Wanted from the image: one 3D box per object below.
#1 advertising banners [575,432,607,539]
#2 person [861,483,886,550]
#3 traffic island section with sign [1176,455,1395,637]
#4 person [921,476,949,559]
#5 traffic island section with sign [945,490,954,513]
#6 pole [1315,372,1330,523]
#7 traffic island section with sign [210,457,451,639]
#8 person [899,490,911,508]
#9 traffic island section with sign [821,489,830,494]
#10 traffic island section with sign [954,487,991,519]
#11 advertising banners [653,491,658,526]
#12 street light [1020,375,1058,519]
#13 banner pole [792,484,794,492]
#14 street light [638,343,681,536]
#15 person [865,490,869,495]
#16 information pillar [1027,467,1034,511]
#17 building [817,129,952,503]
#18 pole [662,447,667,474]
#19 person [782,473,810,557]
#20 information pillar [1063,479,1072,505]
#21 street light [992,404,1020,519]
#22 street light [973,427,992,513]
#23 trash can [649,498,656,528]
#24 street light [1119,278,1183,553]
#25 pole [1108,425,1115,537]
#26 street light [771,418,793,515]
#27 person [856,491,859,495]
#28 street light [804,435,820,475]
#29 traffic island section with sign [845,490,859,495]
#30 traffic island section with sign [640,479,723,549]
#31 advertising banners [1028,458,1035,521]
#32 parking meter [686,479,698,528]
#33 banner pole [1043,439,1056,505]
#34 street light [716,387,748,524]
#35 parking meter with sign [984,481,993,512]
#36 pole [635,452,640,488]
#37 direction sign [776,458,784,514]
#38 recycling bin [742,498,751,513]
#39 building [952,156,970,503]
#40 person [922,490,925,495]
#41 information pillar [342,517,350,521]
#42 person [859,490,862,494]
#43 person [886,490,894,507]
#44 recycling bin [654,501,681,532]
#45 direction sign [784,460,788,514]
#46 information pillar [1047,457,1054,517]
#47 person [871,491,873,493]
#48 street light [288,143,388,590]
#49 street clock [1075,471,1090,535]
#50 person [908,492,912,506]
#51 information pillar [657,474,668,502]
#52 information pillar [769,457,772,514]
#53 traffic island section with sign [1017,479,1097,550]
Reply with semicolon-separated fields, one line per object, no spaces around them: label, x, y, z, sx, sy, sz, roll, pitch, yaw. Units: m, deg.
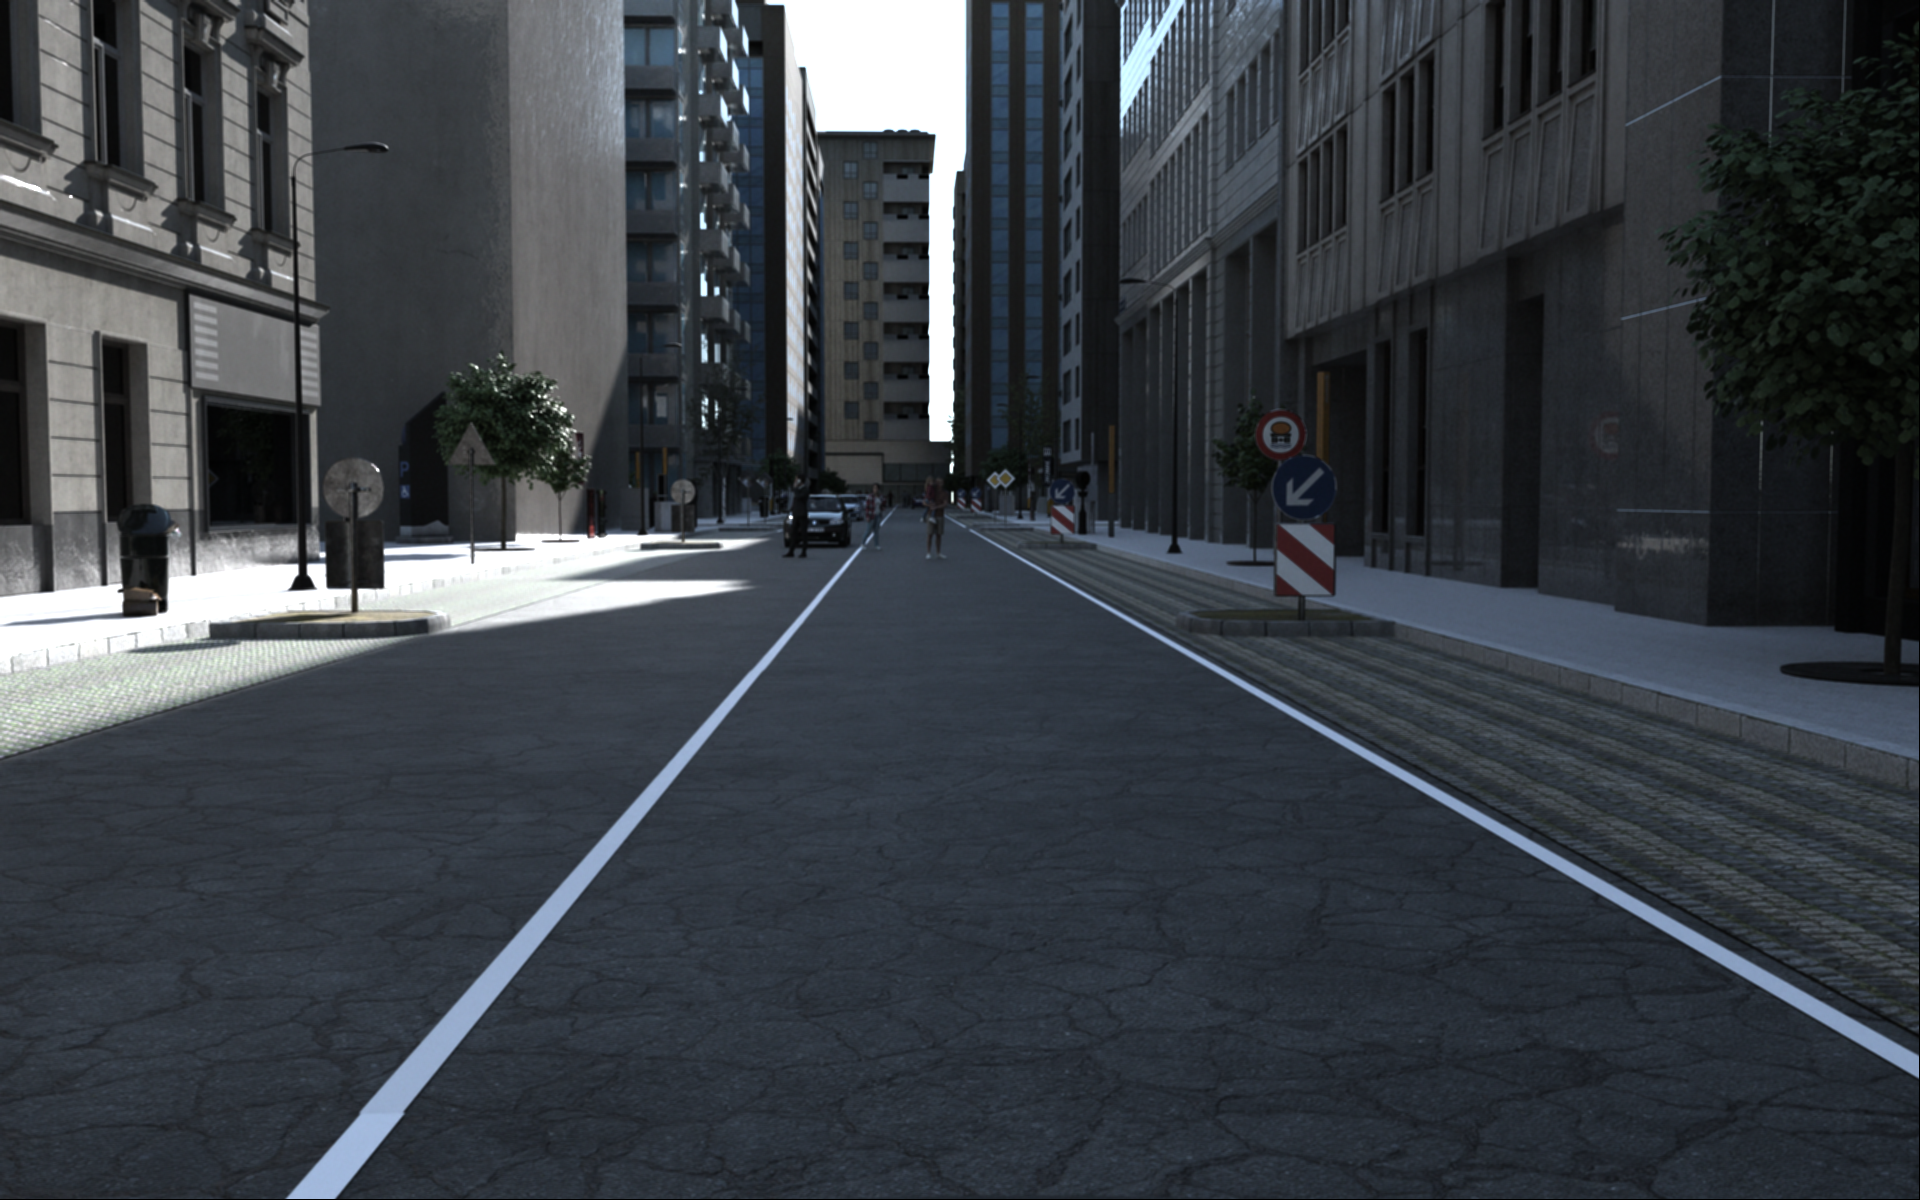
advertising banners;-10.625;-3.283;49.866;0.090;3.025;2.074;1;4;12
person;-2.228;-2.162;44.680;0.563;1.720;0.643;-3;5;-41
traffic island section with sign;3.338;-0.587;18.221;1.989;1.847;2.006;0;4;-2
person;-0.580;-1.830;38.401;0.573;1.828;0.580;2;4;34
traffic island section with sign;-0.036;-7.309;128.129;1.989;1.847;2.006;0;4;-2
pole;6.067;-2.150;28.989;0.158;3.312;0.155;0;3;0
traffic island section with sign;-6.438;-0.575;18.026;1.989;1.847;2.006;0;4;-2
person;-5.673;-10.415;178.865;1.350;1.814;0.705;0;4;-1
traffic island section with sign;-9.782;-7.250;127.169;1.989;1.847;2.006;0;4;-2
traffic island section with sign;0.795;-5.648;100.972;1.989;1.847;2.006;0;4;-2
advertising banners;-12.452;-4.350;67.314;2.074;3.025;0.090;-1;4;-10
street light;3.248;-5.830;67.864;1.470;5.913;1.316;0;4;-2
banner pole;-14.269;-9.694;148.512;0.401;3.779;0.863;-2;4;-29
street light;-9.292;-4.953;53.529;1.470;5.913;1.316;0;4;-2
person;-8.906;-9.629;166.077;1.348;1.807;0.705;-2;4;-27
information pillar;5.339;-8.525;130.738;0.504;3.616;0.183;-1;4;-13
building;-15.212;-40.362;249.162;27.495;52.752;28.713;0;4;-2
pole;-12.906;-5.012;75.785;0.158;3.312;0.155;0;3;0
person;-3.685;-1.923;39.298;0.474;1.900;0.648;-3;5;-42
information pillar;5.162;-4.823;83.342;0.304;2.012;0.304;-3;4;-37
street light;2.561;-7.124;89.025;1.470;5.913;1.316;0;4;-2
street light;1.584;-9.000;119.694;1.470;5.913;1.316;0;4;-2
trash can;-11.809;-3.274;65.180;0.748;1.137;0.748;0;3;0
street light;4.111;-3.965;37.375;1.470;5.913;1.316;0;4;-2
pole;4.509;-3.528;51.529;0.158;3.312;0.155;0;3;0
street light;-10.902;-8.166;106.047;1.470;5.913;1.316;0;4;-2
person;-9.435;-9.267;160.739;0.721;1.735;1.217;2;4;30
street light;-11.725;-10.030;136.537;1.470;5.913;1.316;0;4;-2
traffic island section with sign;-11.331;-10.326;177.451;1.989;1.847;2.006;0;4;-2
traffic island section with sign;-7.276;-2.258;45.552;1.989;1.847;2.006;0;4;-2
advertising banners;3.424;-5.302;82.878;0.090;3.025;2.074;0;4;-6
parking meter;-10.178;-3.676;65.814;0.399;1.863;0.255;0;4;4
banner pole;4.096;-5.413;78.527;0.863;3.779;0.401;2;4;34
street light;-9.918;-6.287;75.338;1.470;5.913;1.316;0;4;-2
parking meter with sign;1.976;-7.704;122.224;0.543;3.016;1.738;-1;4;-12
pole;-15.541;-5.487;83.563;0.158;3.312;0.155;0;3;0
direction sign;-11.587;-7.252;110.568;0.379;3.537;0.876;0;4;-8
recycling bin;-14.378;-6.281;115.254;0.722;1.027;0.722;-3;5;-41
building;9.665;-38.096;246.572;21.600;48.544;21.300;0;4;-2
person;-4.056;-10.862;185.955;0.599;1.838;0.709;0;4;1
information pillar;-14.854;-2.301;42.107;0.304;2.012;0.304;-2;4;-24
person;-10.048;-10.106;173.672;0.705;1.831;1.348;2;4;27
person;-7.700;-11.160;190.930;1.348;1.831;0.705;3;5;39
recycling bin;-9.895;-2.819;58.646;0.722;1.027;0.722;-2;4;-29
direction sign;-11.551;-7.472;114.170;0.379;3.537;0.876;0;4;3
information pillar;5.051;-6.413;96.213;0.504;3.616;0.183;-3;5;-44
person;-11.582;-13.370;227.089;0.705;1.826;1.348;0;4;-1
street light;-8.263;-3.089;23.045;1.470;5.913;1.316;0;4;-2
street clock;3.892;-3.080;54.920;0.358;2.002;0.471;3;5;44
person;-6.018;-12.169;208.259;0.742;1.727;0.445;2;4;27
information pillar;-10.921;-3.615;63.591;0.304;2.012;0.304;0;4;5
information pillar;-12.041;-7.291;110.567;0.183;3.616;0.504;1;4;12
traffic island section with sign;2.501;-2.245;45.337;1.989;1.847;2.006;0;4;-2
